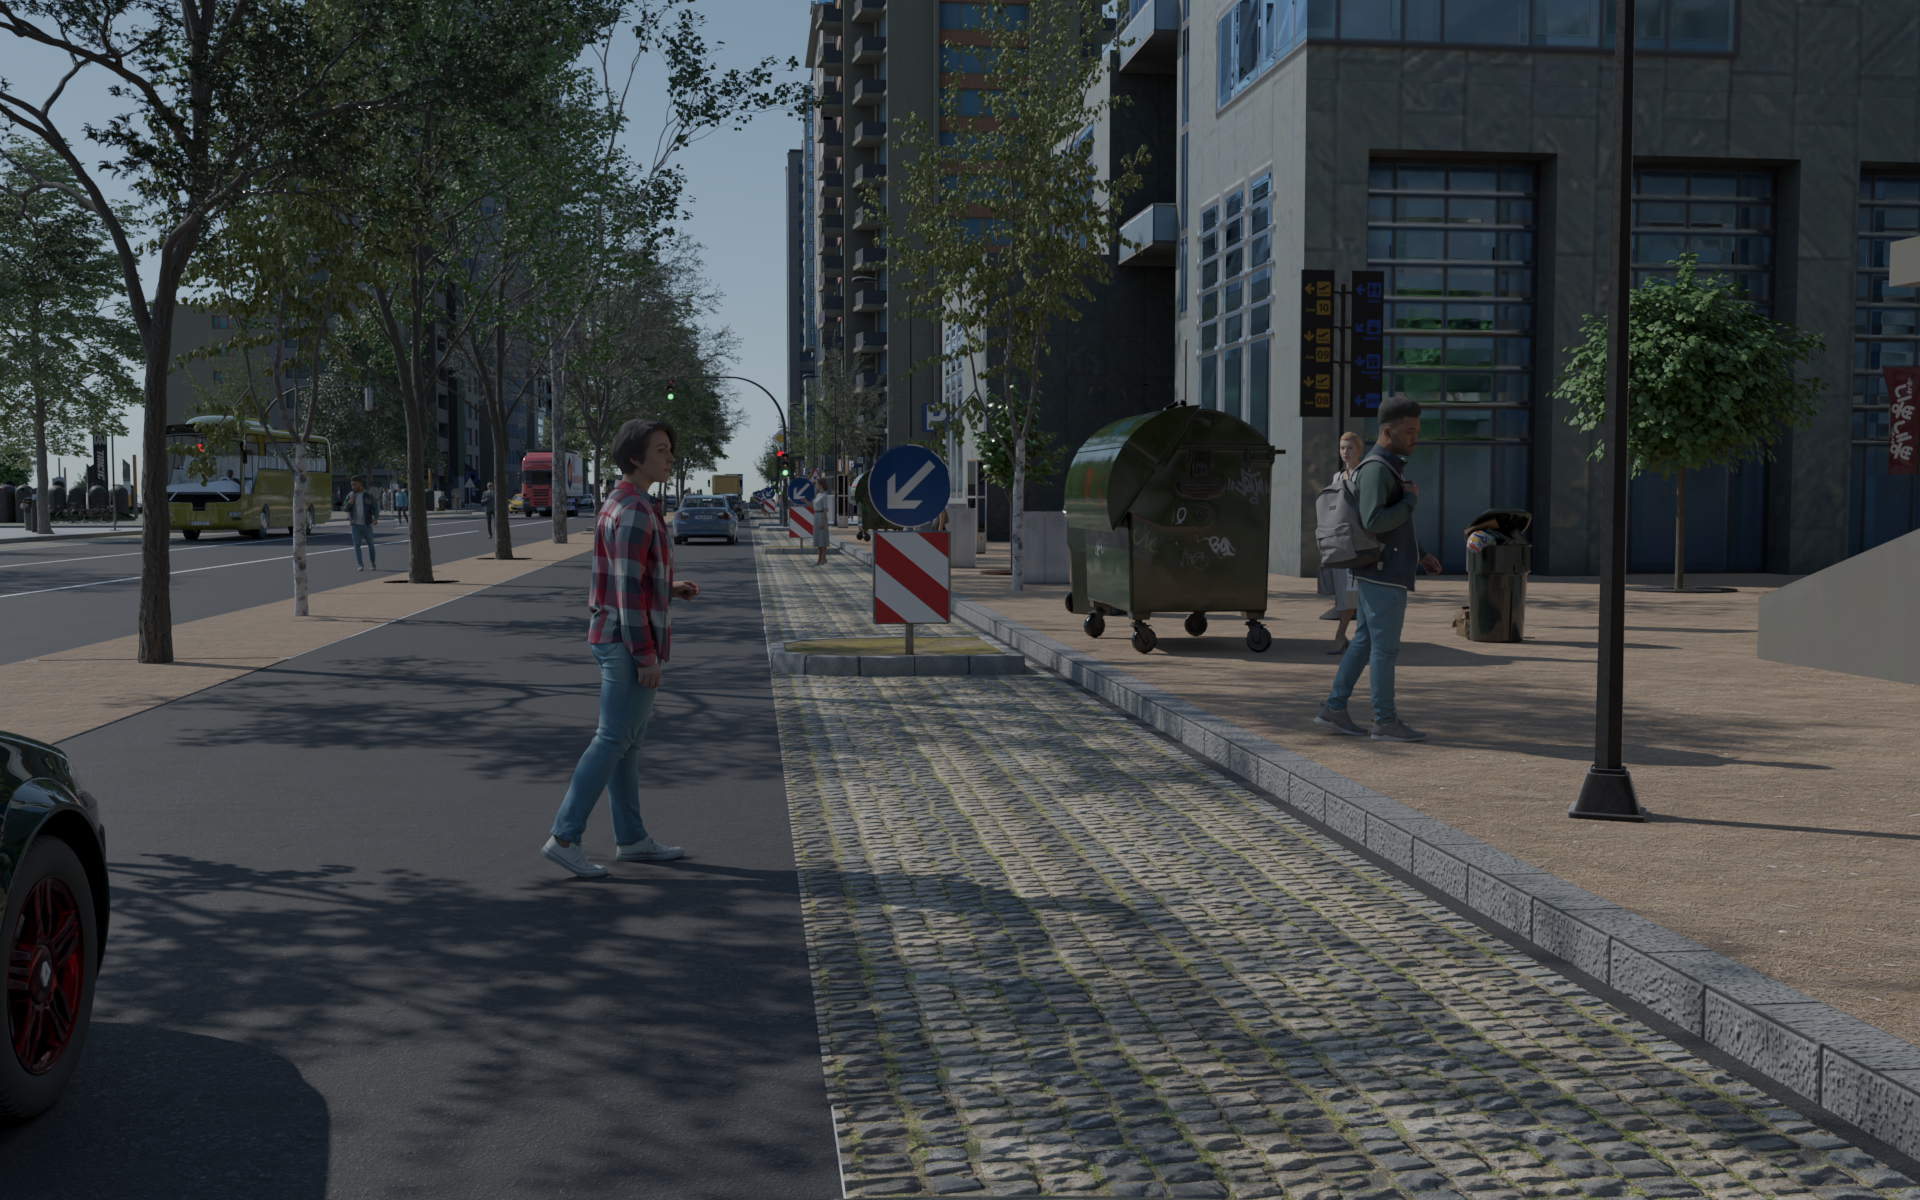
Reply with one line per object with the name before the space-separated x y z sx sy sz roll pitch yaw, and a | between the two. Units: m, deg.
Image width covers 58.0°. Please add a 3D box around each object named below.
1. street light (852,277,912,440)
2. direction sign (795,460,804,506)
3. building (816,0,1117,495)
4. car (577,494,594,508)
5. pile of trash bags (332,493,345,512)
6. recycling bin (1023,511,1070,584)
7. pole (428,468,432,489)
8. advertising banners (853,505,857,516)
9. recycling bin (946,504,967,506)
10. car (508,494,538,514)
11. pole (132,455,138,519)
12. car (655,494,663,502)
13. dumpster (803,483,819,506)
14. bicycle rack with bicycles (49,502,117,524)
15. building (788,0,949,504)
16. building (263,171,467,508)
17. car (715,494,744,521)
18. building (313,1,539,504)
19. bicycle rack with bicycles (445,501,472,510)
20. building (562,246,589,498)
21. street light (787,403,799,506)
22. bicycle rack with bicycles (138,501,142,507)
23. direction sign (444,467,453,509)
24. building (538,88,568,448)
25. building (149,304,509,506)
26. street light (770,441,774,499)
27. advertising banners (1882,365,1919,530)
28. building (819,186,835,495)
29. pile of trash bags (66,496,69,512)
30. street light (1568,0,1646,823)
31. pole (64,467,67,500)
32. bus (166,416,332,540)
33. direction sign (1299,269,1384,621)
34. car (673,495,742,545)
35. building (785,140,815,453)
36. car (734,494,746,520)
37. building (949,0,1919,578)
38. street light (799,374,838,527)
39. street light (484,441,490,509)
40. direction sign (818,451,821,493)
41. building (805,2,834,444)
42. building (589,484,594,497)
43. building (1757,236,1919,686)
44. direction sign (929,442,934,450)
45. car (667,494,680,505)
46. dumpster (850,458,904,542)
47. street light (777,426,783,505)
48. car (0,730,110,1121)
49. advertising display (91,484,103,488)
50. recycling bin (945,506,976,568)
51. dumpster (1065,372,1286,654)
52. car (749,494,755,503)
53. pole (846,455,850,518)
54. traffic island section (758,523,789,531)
street light | -1.607 -3.955 37.212 1.470 5.913 1.316 0 4 -7
direction sign | -10.619 -7.507 114.731 0.379 3.537 0.876 -3 5 -43
building | 0.033 -29.488 136.756 22.147 44.769 28.867 0 4 -7
car | -37.895 -9.989 175.125 2.131 1.459 4.920 0 4 -6
pile of trash bags | -45.423 -7.180 127.137 3.447 1.369 1.912 2 4 35
recycling bin | 1.213 -0.758 24.941 0.722 1.027 0.722 0 4 1
pole | -42.000 -8.774 137.300 0.158 3.312 0.155 0 3 0
advertising banners | -5.467 -6.366 100.264 2.074 3.025 0.090 1 4 16
recycling bin | -0.137 -2.053 46.121 0.722 1.027 0.722 -1 4 -22
car | -32.260 -7.205 128.018 2.015 1.641 3.980 0 4 -6
pole | -42.600 -5.848 89.461 0.158 3.312 0.155 0 3 0
car | -47.166 -16.050 274.215 2.131 1.459 4.920 0 4 -7
dumpster | -8.397 -5.607 97.432 1.264 1.857 1.865 0 4 -7
bicycle rack with bicycles | -38.369 -3.828 75.976 2.925 0.926 2.852 -3 4 -36
building | -14.974 -58.231 264.743 22.319 86.520 31.000 0 4 -7
building | -51.904 -23.285 152.418 14.160 30.474 14.107 0 4 -7
car | -12.489 -5.022 91.899 2.009 1.686 4.222 0 4 -6
building | -61.699 -40.334 201.452 21.231 58.520 28.212 0 4 -7
bicycle rack with bicycles | -41.005 -7.771 140.440 2.925 0.926 2.852 0 4 6
building | -65.635 -35.810 269.090 14.154 41.232 14.086 0 4 -7
street light | -7.997 -7.103 88.672 1.470 5.913 1.316 0 4 -7
bicycle rack with bicycles | -58.918 -6.992 127.698 2.925 0.926 2.852 1 4 18
direction sign | -42.575 -9.310 144.222 0.379 3.537 0.876 2 4 33
building | -66.622 -56.998 244.585 22.319 86.520 31.000 0 4 -7
building | -61.434 -20.071 173.192 27.650 21.520 28.899 0 4 -7
street light | -15.457 -10.822 149.476 1.470 5.913 1.316 0 4 -7
advertising banners | 13.576 -1.675 23.567 2.074 3.025 0.090 0 4 5
building | -6.442 -24.092 165.604 14.160 30.474 14.107 0 4 -7
pile of trash bags | -45.821 -4.774 87.812 1.912 1.369 3.447 0 4 -3
street light | 2.050 -2.088 6.686 1.470 5.913 1.316 0 4 -7
pole | -68.295 -8.464 132.225 0.158 3.312 0.155 0 3 0
bus | -23.701 -4.060 57.935 2.896 3.916 12.252 0 4 -8
direction sign | 3.870 -1.567 17.616 0.876 3.537 0.379 -1 4 -10
car | -7.372 -2.348 50.386 2.014 1.417 4.499 0 4 -6
building | -18.980 -46.070 295.236 21.231 58.520 28.212 0 4 -7
car | -13.116 -5.254 97.703 2.131 1.459 4.920 -1 4 -9
building | 12.398 -44.504 40.310 22.319 86.520 31.000 0 4 -7
street light | -5.386 -5.800 67.370 1.470 5.913 1.316 0 4 -7
street light | -40.132 -10.766 148.570 1.470 5.913 1.316 0 4 -7
direction sign | -7.462 -6.128 92.193 0.379 3.537 0.876 -1 4 -12
building | -1.730 -36.531 186.517 28.713 52.752 27.495 0 4 -7
building | -77.440 -36.408 287.157 32.217 40.220 23.993 0 4 -7
building | 23.032 -19.294 7.333 32.217 40.220 23.993 0 4 -7
direction sign | -1.171 -5.095 75.308 0.379 3.537 0.876 -2 4 -27
car | -33.650 -11.653 202.523 2.014 1.417 4.499 0 4 -7
dumpster | -2.188 -2.742 47.329 1.502 2.255 1.985 0 4 -7
street light | -11.764 -8.947 118.831 1.470 5.913 1.316 0 4 -7
car | -2.788 0.435 2.678 2.009 1.686 4.222 0 4 -7
advertising display | -52.860 -6.171 106.114 0.123 1.923 0.974 1 4 8
recycling bin | -0.094 -1.084 30.283 0.722 1.027 0.722 0 4 -1
dumpster | 1.794 -0.746 14.687 1.502 2.255 1.985 0 4 -7
car | -31.370 -15.618 265.583 2.015 1.641 3.980 0 4 -6
pole | -5.879 -5.938 90.936 0.158 3.312 0.155 0 3 0
traffic island section | -7.754 -3.240 75.251 2.009 0.180 2.903 0 4 -7
